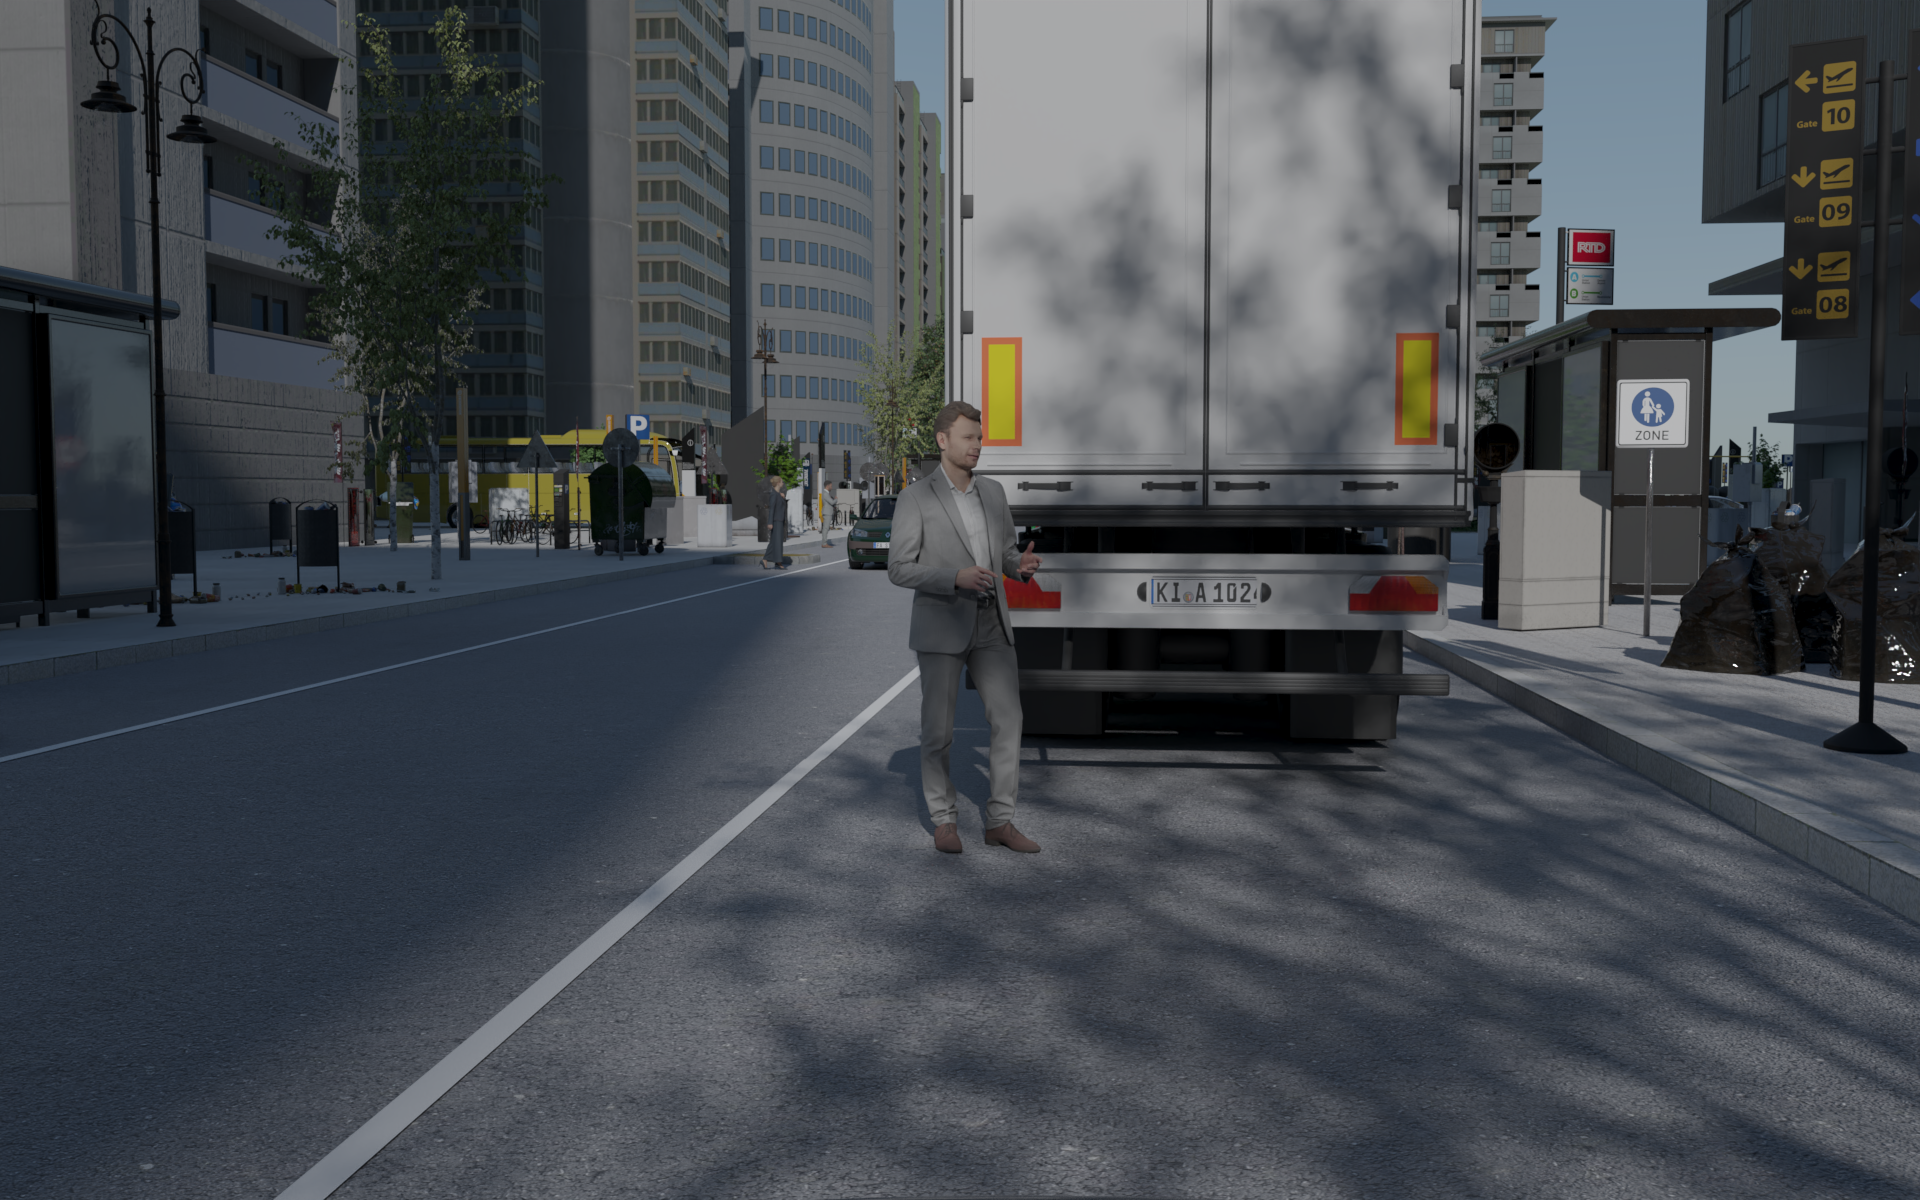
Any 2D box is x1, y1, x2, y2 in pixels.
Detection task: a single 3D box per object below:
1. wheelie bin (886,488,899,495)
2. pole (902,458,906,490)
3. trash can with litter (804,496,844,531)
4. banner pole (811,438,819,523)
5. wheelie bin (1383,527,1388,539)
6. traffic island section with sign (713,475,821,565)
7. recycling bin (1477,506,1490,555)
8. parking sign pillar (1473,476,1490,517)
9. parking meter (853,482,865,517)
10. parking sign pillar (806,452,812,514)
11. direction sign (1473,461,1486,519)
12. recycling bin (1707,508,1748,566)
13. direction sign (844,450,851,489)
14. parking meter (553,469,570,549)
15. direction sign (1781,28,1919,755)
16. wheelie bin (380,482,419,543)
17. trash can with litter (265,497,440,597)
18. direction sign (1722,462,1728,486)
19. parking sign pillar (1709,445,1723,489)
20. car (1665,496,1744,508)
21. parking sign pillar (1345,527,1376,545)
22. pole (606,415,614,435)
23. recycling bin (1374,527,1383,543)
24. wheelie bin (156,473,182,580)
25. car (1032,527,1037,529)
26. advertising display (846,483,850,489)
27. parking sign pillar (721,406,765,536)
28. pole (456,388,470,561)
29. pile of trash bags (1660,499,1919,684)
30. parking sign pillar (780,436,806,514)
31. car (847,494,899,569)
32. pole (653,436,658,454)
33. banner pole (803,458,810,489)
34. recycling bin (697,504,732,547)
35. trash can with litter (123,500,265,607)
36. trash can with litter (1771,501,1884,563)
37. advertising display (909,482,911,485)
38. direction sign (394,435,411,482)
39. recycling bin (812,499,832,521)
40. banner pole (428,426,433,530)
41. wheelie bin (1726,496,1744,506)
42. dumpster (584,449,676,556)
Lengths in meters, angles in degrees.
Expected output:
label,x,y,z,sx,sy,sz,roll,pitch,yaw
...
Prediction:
label,x,y,z,sx,sy,sz,roll,pitch,yaw
wheelie bin,-3.221,-4.615,83.360,0.693,1.594,0.980,-2,4,-30
pole,-3.133,-6.323,97.230,0.158,3.312,0.155,0,3,0
trash can with litter,-4.920,-3.082,61.447,1.678,1.210,2.233,2,4,27
banner pole,-6.258,-5.357,77.604,0.401,3.779,0.863,-1,4,-21
wheelie bin,12.121,-2.548,49.560,0.980,1.594,0.693,2,4,31
traffic island section with sign,-3.980,-1.686,36.195,1.989,1.847,2.006,0,4,5
recycling bin,11.321,-1.449,36.253,0.722,1.027,0.722,-1,4,-9
parking sign pillar,28.745,-6.569,95.882,1.447,3.967,1.447,0,4,-1
parking meter,-4.946,-4.779,83.855,0.399,1.863,0.255,2,4,34
parking sign pillar,-10.088,-7.547,111.862,1.447,3.967,1.447,3,4,39
direction sign,23.856,-5.365,79.709,0.379,3.537,0.876,-2,4,-27
recycling bin,13.536,-1.125,30.945,0.722,1.027,0.722,-1,4,-18
direction sign,-5.828,-5.961,89.451,0.379,3.537,0.876,1,4,18
parking meter,-9.305,-2.125,40.447,0.255,1.863,0.399,1,4,11
direction sign,4.549,-1.015,8.599,0.876,3.537,0.379,2,4,33
wheelie bin,-14.642,-2.284,45.249,0.980,1.594,0.693,-1,4,-18
trash can with litter,-7.937,-0.696,22.435,2.233,1.210,1.678,0,4,-8
direction sign,54.786,-8.081,124.124,0.876,3.537,0.379,-3,5,-45
parking sign pillar,41.509,-6.544,95.462,1.447,3.967,1.447,-3,5,-44
car,27.503,-3.105,63.126,4.827,1.381,2.083,0,4,5
parking sign pillar,8.591,-3.072,38.706,1.447,3.967,1.447,0,4,1
pole,-9.010,-3.110,44.688,0.158,3.312,0.155,0,3,0
recycling bin,10.747,-2.022,45.622,0.722,1.027,0.722,0,4,7
wheelie bin,-12.133,-1.101,25.918,0.980,1.594,0.693,-1,4,-14
car,2.004,-1.095,26.697,1.959,1.807,4.718,0,4,7
advertising display,-6.507,-5.843,100.742,0.123,1.923,0.974,0,4,3
parking sign pillar,-6.644,-3.957,53.165,1.447,3.967,1.447,0,4,0
pole,-9.581,-2.420,33.404,0.158,3.312,0.155,0,3,0
pile of trash bags,6.979,-0.207,13.144,3.447,1.369,1.912,-3,4,-38
parking sign pillar,-8.043,-5.606,80.123,1.447,3.967,1.447,0,4,-2
car,-1.102,-1.491,34.165,2.009,1.686,4.222,0,4,7
pole,-10.690,-4.103,60.930,0.158,3.312,0.155,0,3,0
banner pole,-9.283,-7.111,106.280,0.863,3.779,0.401,-1,4,-12
recycling bin,-5.939,-1.798,41.946,0.722,1.027,0.722,0,4,4
trash can with litter,-9.685,-0.577,20.498,2.233,1.210,1.678,0,4,-4
trash can with litter,8.404,-0.382,17.305,1.678,1.210,2.233,2,4,33
advertising display,-1.860,-4.504,78.853,0.974,1.923,0.123,1,4,18
direction sign,-20.497,-4.385,63.699,0.379,3.537,0.876,2,4,25
recycling bin,-6.617,-4.303,82.915,0.722,1.027,0.722,-2,4,-33
banner pole,-18.856,-4.392,61.831,0.401,3.779,0.863,0,4,-2
wheelie bin,38.007,-4.697,84.701,0.980,1.594,0.693,1,4,14
dumpster,-6.978,-2.087,36.624,1.502,2.255,1.985,0,4,5
